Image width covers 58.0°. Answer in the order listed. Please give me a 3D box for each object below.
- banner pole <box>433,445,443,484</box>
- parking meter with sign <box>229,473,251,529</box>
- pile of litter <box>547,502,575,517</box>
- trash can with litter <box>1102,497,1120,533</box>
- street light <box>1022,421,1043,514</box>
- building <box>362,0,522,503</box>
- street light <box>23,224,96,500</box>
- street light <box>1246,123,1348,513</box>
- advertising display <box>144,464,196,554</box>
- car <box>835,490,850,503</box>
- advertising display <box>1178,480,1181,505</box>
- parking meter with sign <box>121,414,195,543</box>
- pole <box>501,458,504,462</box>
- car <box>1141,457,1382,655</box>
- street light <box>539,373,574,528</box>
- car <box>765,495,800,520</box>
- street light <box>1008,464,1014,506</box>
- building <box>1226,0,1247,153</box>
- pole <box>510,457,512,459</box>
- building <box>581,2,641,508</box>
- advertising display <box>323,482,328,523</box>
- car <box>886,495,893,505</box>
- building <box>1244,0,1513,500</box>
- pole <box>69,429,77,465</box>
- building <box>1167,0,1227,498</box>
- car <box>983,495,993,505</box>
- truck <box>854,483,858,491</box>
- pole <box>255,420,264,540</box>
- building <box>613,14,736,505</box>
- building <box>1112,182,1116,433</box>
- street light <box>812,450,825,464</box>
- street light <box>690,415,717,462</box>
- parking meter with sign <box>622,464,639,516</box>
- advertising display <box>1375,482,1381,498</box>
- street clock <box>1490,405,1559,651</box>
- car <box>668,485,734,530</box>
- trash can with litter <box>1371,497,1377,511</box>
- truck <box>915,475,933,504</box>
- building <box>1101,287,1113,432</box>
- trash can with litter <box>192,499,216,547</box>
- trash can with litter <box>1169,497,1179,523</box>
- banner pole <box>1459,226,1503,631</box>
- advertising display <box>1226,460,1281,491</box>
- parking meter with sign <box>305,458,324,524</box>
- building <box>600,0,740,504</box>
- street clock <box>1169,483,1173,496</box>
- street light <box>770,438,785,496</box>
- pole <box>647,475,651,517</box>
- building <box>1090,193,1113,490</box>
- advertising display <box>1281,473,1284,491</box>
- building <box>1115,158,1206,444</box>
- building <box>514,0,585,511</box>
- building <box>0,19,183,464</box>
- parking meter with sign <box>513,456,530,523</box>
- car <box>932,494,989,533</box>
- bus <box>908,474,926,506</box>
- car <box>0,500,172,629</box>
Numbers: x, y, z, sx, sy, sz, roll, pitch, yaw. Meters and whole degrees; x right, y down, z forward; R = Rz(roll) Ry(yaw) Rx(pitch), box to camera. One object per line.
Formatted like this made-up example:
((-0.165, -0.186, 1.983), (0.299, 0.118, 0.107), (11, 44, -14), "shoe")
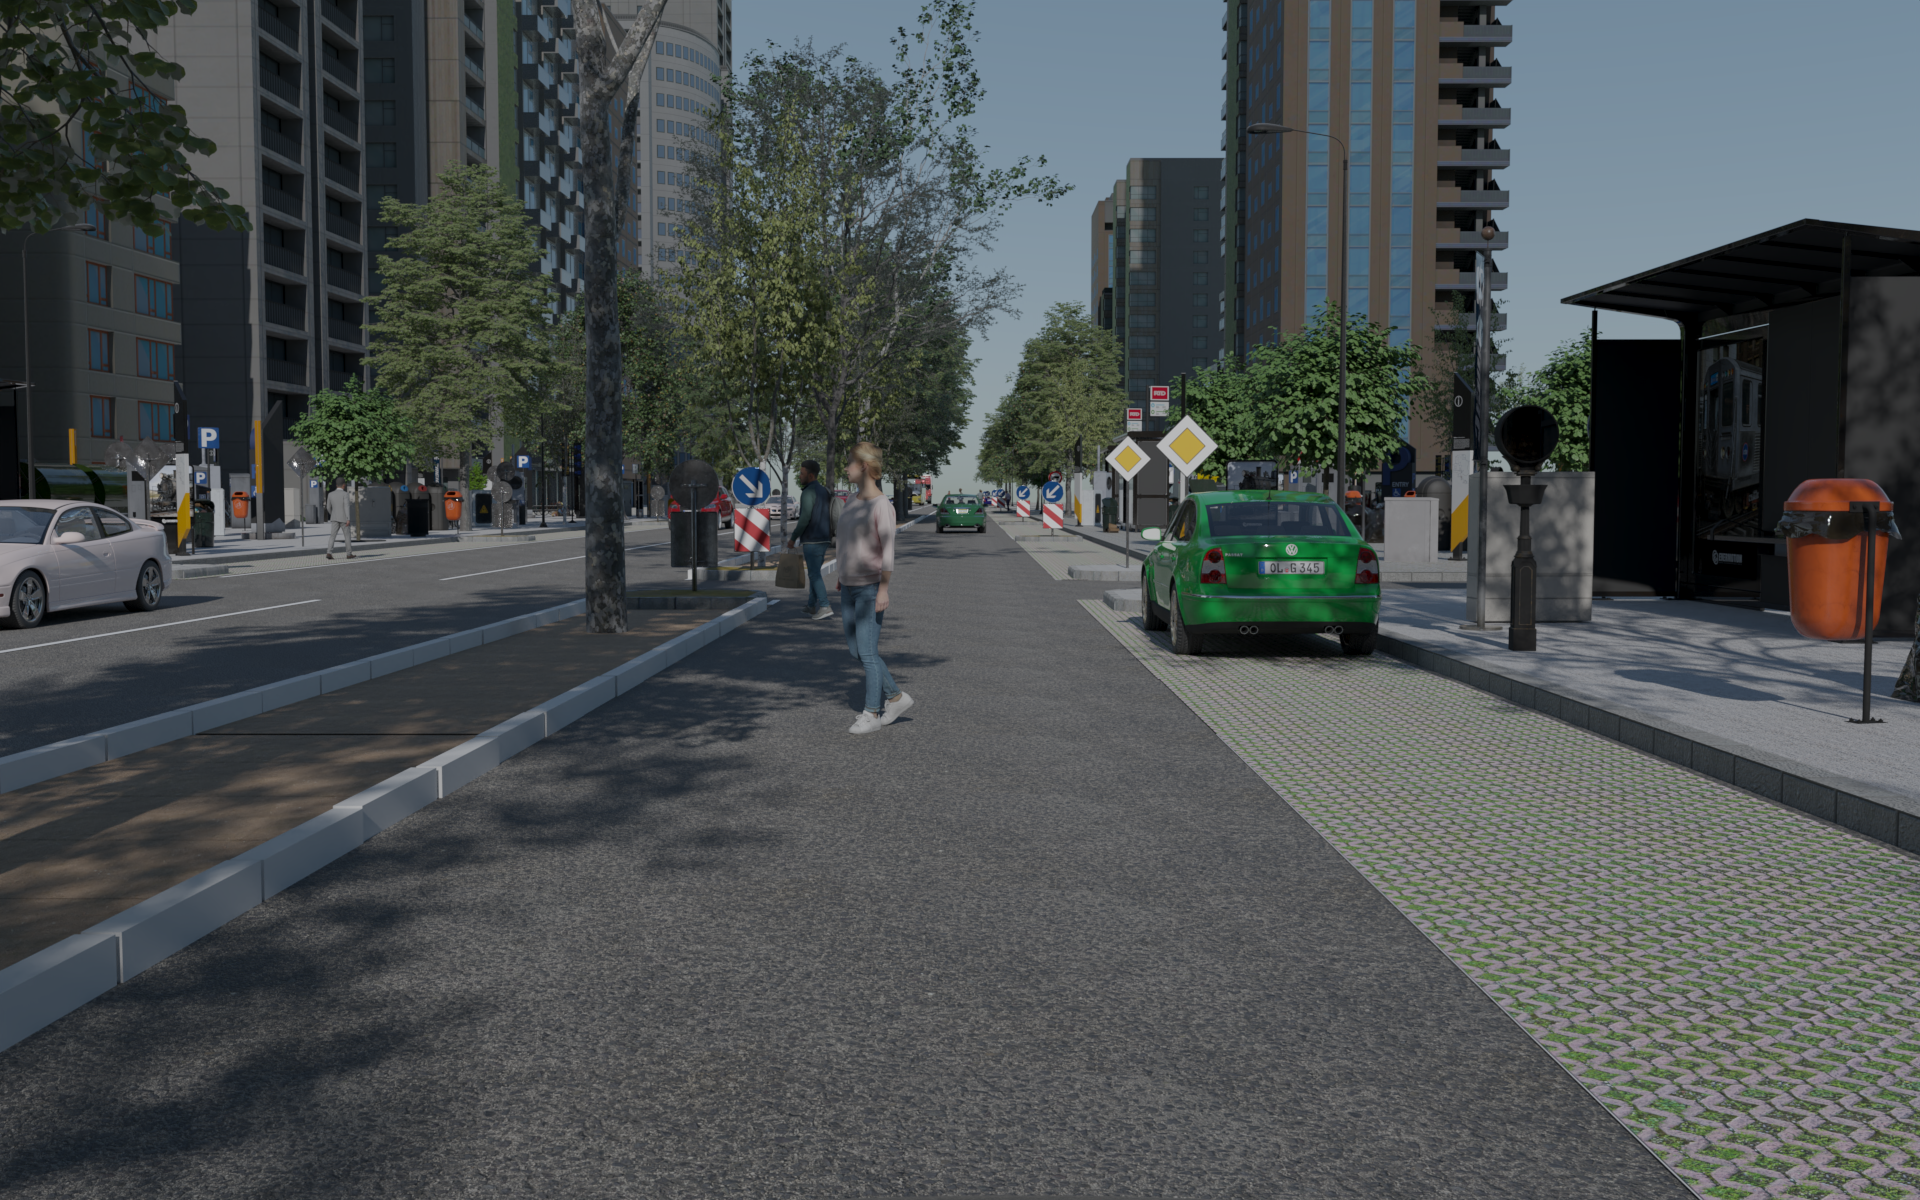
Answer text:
((-25.906, -5.880, 86.156), (0.863, 3.779, 0.401), (2, 4, 35), "banner pole")
((-26.707, -4.161, 64.295), (1.738, 3.016, 0.543), (-2, 4, -29), "parking meter with sign")
((-22.785, -5.188, 98.783), (1.719, 0.858, 1.176), (1, 4, 10), "pile of litter")
((5.074, -2.817, 57.447), (0.624, 1.170, 1.055), (-1, 4, -11), "trash can with litter")
((4.640, -8.386, 109.644), (1.470, 5.913, 1.316), (0, 4, 0), "street light")
((-37.222, -26.203, 112.017), (14.154, 41.232, 14.086), (0, 4, 0), "building")
((-15.542, -3.509, 29.921), (1.470, 5.913, 1.316), (0, 4, 0), "street light")
((4.291, -3.017, 21.873), (1.470, 5.913, 1.316), (0, 4, 0), "street light")
((-16.770, -1.930, 36.772), (0.974, 1.923, 0.123), (-2, 4, -25), "advertising display")
((-10.261, -8.495, 147.565), (2.281, 1.827, 5.304), (0, 4, -1), "car")
((9.956, -4.477, 78.406), (0.123, 1.923, 0.974), (0, 4, 4), "advertising display")
((-17.797, -2.546, 37.890), (1.738, 3.016, 0.543), (0, 4, 4), "parking meter with sign")
((-25.983, -6.399, 98.461), (0.158, 3.312, 0.155), (0, 3, 0), "pole")
((2.787, -0.484, 16.713), (1.959, 1.807, 4.718), (0, 4, 0), "car")
((-15.362, -5.713, 65.950), (1.470, 5.913, 1.316), (0, 4, 0), "street light")
((-9.937, -5.133, 96.294), (2.083, 1.381, 4.827), (0, 4, 0), "car")
((4.710, -10.603, 145.894), (1.470, 5.913, 1.316), (0, 4, 0), "street light")
((26.415, -27.165, 127.746), (14.154, 41.232, 14.086), (0, 4, 0), "building")
((-24.394, -6.150, 94.393), (0.158, 3.312, 0.155), (0, 3, 0), "pole")
((-37.327, -30.982, 156.671), (14.600, 45.320, 14.200), (0, 4, 0), "building")
((-28.710, -4.463, 78.188), (0.123, 1.923, 0.974), (-3, 4, -36), "advertising display")
((-6.861, -9.389, 166.087), (1.945, 1.354, 3.894), (0, 3, 0), "car")
((26.762, -28.342, 113.504), (14.600, 45.320, 14.200), (0, 4, 0), "building")
((-27.761, -3.697, 54.281), (0.158, 3.312, 0.155), (0, 3, 0), "pole")
((31.038, -51.176, 149.399), (22.319, 86.520, 31.000), (0, 4, 0), "building")
((3.436, -10.915, 191.034), (1.945, 1.354, 3.894), (0, 4, 1), "car")
((-10.366, -12.957, 201.606), (2.967, 4.110, 18.799), (0, 4, 0), "truck")
((-19.451, -3.318, 48.085), (0.158, 3.312, 0.155), (0, 3, 0), "pole")
((-40.544, -41.217, 215.902), (21.231, 58.520, 28.212), (0, 4, 0), "building")
((26.879, -33.255, 227.306), (14.154, 41.232, 14.086), (0, 4, 0), "building")
((-14.928, -12.604, 178.619), (1.470, 5.913, 1.316), (0, 4, 0), "street light")
((-15.243, -7.888, 101.505), (1.470, 5.913, 1.316), (0, 4, 0), "street light")
((-19.359, -6.342, 99.948), (0.543, 3.016, 1.738), (3, 5, 42), "parking meter with sign")
((22.767, -5.366, 92.950), (0.974, 1.923, 0.123), (0, 4, 3), "advertising display")
((4.619, -0.587, 14.171), (0.471, 2.002, 0.358), (0, 4, 6), "street clock")
((-10.422, -3.748, 69.950), (2.281, 1.827, 5.304), (0, 4, 1), "car")
((17.936, -3.923, 75.530), (0.624, 1.170, 1.055), (-2, 4, -32), "trash can with litter")
((-5.366, -16.268, 254.888), (2.839, 4.237, 11.283), (0, 4, 0), "truck")
((26.503, -28.757, 241.883), (14.160, 30.474, 14.107), (0, 4, 0), "building")
((-18.263, -1.854, 41.702), (0.624, 1.170, 1.055), (-1, 4, -22), "trash can with litter")
((8.474, -3.600, 70.253), (0.624, 1.170, 1.055), (-1, 4, -16), "trash can with litter")
((4.841, -1.596, 16.110), (0.401, 3.779, 0.863), (2, 4, 26), "banner pole")
((5.487, -1.673, 32.567), (0.974, 1.923, 0.123), (1, 4, 13), "advertising display")
((-27.659, -4.775, 74.330), (0.543, 3.016, 1.738), (0, 4, -4), "parking meter with sign")
((-39.976, -49.041, 240.067), (20.563, 71.187, 20.611), (0, 4, 0), "building")
((8.614, -4.130, 72.096), (0.471, 2.002, 0.358), (-1, 4, -20), "street clock")
((-15.101, -10.411, 142.755), (1.470, 5.913, 1.316), (0, 4, 0), "street light")
((-17.072, -6.184, 94.954), (0.158, 3.312, 0.155), (0, 3, 0), "pole")
((26.782, -37.097, 256.645), (14.600, 45.320, 14.200), (0, 4, 0), "building")
((9.680, -2.940, 53.280), (0.123, 1.923, 0.974), (3, 4, 39), "advertising display")
((27.214, -32.393, 213.219), (14.154, 41.232, 14.086), (0, 4, 0), "building")
((-41.712, -31.479, 134.287), (23.786, 49.044, 30.456), (0, 4, 0), "building")
((-46.321, -13.001, 57.608), (27.650, 21.520, 28.899), (0, 4, 0), "building")
((-19.735, -4.988, 77.811), (0.543, 3.016, 1.738), (0, 4, -5), "parking meter with sign")
((0.026, -3.229, 64.595), (2.131, 1.459, 4.920), (0, 4, -1), "car")
((-5.757, -13.630, 214.403), (2.896, 3.916, 12.252), (0, 4, 1), "bus")
((-10.808, -0.459, 19.864), (2.083, 1.381, 4.827), (0, 4, 0), "car")
